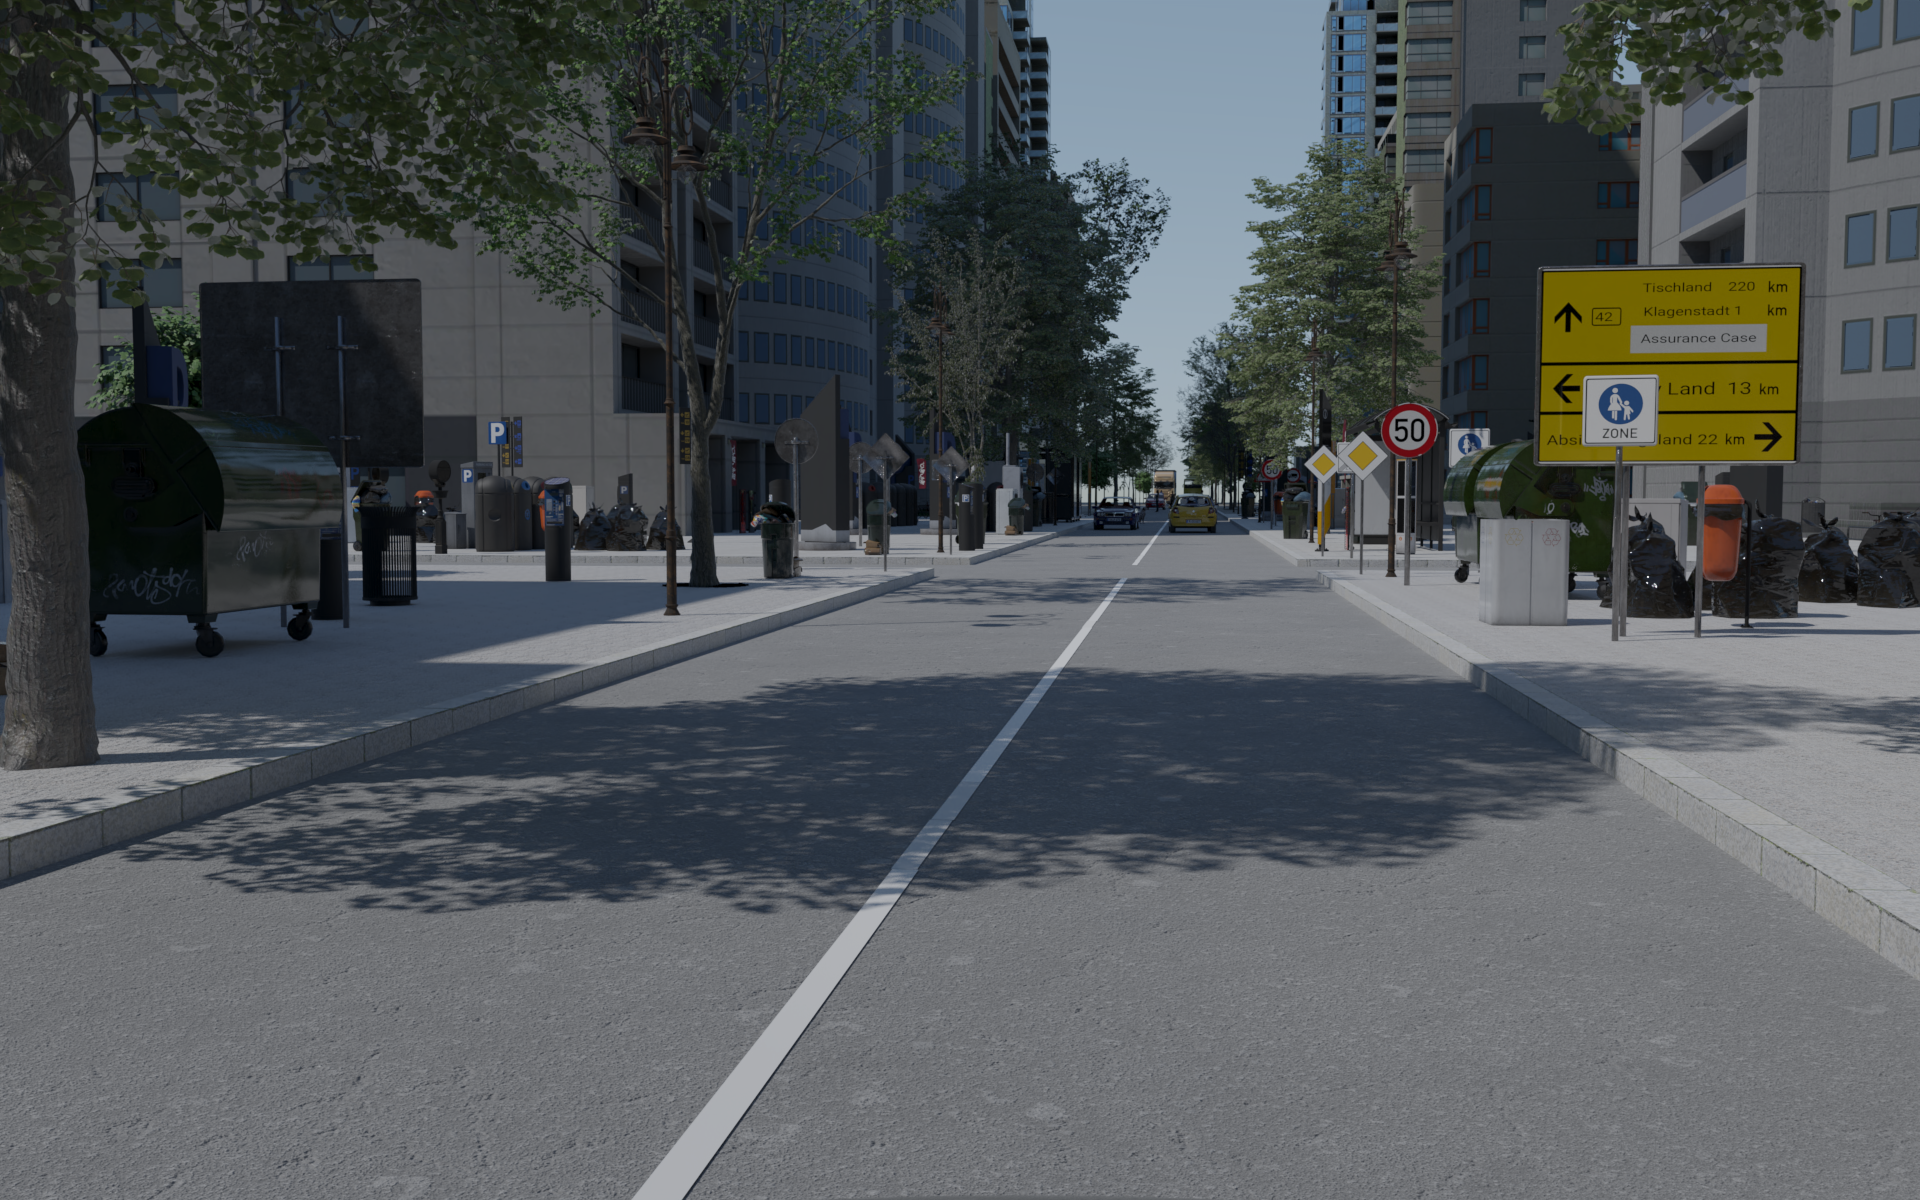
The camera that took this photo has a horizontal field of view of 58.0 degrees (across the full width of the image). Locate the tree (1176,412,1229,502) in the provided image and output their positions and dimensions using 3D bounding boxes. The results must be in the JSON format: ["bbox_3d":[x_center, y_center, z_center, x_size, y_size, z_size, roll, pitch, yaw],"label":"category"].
[{"bbox_3d":[36.728,-21.175,252.872,9.857,13.997,8.962,0,3,0],"label":"tree"}]

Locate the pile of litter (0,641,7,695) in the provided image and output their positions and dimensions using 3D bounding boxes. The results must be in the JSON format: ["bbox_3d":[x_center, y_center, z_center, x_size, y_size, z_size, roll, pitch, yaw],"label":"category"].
[{"bbox_3d":[-6.491,0.163,11.306,1.176,0.858,1.719,1,4,8],"label":"pile of litter"}]

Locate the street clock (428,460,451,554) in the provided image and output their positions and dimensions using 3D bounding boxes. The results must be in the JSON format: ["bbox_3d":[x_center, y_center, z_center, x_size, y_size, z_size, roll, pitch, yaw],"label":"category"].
[{"bbox_3d":[-11.101,-1.984,37.002,0.358,2.002,0.471,1,4,22],"label":"street clock"}]

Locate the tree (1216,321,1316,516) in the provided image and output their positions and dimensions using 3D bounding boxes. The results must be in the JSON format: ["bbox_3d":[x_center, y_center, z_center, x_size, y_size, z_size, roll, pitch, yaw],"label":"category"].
[{"bbox_3d":[16.869,-10.744,101.412,9.928,11.665,9.643,0,3,0],"label":"tree"}]

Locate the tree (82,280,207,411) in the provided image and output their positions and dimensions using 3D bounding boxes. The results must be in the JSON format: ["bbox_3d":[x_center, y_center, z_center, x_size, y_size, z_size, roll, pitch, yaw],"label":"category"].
[{"bbox_3d":[-11.670,-2.635,26.791,4.285,4.588,4.351,0,3,0],"label":"tree"}]

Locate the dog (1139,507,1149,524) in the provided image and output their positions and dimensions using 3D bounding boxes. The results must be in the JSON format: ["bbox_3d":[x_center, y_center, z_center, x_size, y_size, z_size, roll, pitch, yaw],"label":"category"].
[{"bbox_3d":[8.723,-4.107,83.994,0.513,0.831,0.800,-2,4,-24],"label":"dog"}]

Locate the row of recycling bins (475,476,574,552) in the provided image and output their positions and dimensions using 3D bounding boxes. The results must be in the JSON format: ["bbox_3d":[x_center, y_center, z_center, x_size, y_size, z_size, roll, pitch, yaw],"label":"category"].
[{"bbox_3d":[-10.038,-2.003,39.858,1.069,1.692,3.534,1,4,16],"label":"row of recycling bins"}]

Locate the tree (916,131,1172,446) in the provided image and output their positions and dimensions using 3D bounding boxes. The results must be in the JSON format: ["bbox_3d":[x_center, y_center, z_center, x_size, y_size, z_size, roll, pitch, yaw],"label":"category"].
[{"bbox_3d":[4.236,-14.424,91.727,12.611,20.169,13.585,0,3,0],"label":"tree"}]

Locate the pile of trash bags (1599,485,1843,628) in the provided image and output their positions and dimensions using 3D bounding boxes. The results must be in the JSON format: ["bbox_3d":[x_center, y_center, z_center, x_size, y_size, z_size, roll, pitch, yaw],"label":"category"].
[{"bbox_3d":[7.757,-0.506,18.026,1.912,1.369,3.447,1,4,17],"label":"pile of trash bags"}]

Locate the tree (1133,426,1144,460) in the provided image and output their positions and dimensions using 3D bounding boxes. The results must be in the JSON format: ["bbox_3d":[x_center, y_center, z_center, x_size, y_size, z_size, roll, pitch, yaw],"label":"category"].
[{"bbox_3d":[15.949,-13.175,165.779,4.360,8.622,3.978,0,3,0],"label":"tree"}]

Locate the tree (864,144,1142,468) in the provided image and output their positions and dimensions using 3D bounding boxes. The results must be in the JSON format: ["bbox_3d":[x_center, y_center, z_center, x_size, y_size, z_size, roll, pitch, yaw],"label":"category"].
[{"bbox_3d":[1.736,-9.551,62.814,9.857,13.997,8.962,0,3,0],"label":"tree"}]

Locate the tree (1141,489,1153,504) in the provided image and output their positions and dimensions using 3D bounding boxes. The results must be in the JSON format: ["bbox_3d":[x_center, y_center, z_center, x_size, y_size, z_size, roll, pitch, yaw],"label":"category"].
[{"bbox_3d":[25.548,-14.772,236.116,1.663,3.219,1.824,0,3,0],"label":"tree"}]

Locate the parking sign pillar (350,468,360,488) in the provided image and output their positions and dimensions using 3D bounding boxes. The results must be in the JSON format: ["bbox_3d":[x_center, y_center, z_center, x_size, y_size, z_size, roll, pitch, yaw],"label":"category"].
[{"bbox_3d":[-37.816,-7.186,105.970,1.447,3.967,1.447,-2,4,-33],"label":"parking sign pillar"}]

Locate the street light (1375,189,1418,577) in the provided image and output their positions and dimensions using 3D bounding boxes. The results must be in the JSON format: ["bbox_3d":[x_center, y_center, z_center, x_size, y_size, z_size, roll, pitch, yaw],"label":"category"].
[{"bbox_3d":[6.669,-3.292,26.612,0.468,5.910,1.993,0,4,7],"label":"street light"}]

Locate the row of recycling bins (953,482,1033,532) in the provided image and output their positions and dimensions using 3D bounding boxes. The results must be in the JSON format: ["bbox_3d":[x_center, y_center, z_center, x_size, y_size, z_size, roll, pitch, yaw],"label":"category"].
[{"bbox_3d":[0.868,-3.158,58.751,3.534,1.692,1.069,-2,4,-32],"label":"row of recycling bins"}]

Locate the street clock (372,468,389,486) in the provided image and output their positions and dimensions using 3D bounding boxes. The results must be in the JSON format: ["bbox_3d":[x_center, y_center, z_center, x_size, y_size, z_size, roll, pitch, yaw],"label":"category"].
[{"bbox_3d":[-13.964,-2.275,41.766,0.358,2.002,0.471,-3,5,-44],"label":"street clock"}]

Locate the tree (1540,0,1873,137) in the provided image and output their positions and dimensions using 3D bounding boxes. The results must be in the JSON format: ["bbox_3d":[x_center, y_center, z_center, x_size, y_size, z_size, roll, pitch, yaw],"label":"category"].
[{"bbox_3d":[5.267,-5.457,7.351,7.486,12.596,7.792,0,3,0],"label":"tree"}]

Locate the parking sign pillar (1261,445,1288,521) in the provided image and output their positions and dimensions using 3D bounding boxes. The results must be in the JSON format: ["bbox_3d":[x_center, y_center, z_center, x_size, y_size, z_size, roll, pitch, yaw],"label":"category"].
[{"bbox_3d":[14.972,-5.743,82.368,1.447,3.967,1.447,-2,4,-34],"label":"parking sign pillar"}]

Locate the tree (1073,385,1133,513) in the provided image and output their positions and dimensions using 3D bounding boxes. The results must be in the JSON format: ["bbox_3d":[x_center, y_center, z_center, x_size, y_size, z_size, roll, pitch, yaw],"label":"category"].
[{"bbox_3d":[8.614,-10.198,117.095,4.360,8.622,3.978,0,3,0],"label":"tree"}]

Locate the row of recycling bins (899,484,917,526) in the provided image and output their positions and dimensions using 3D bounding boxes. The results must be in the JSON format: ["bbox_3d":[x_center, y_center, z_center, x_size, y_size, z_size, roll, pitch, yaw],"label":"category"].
[{"bbox_3d":[-2.496,-3.816,69.507,1.069,1.692,3.534,1,4,16],"label":"row of recycling bins"}]

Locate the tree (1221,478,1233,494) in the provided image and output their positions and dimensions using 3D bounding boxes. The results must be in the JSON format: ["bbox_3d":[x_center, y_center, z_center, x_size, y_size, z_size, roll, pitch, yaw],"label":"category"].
[{"bbox_3d":[27.936,-11.351,180.192,1.663,3.219,1.824,0,3,0],"label":"tree"}]

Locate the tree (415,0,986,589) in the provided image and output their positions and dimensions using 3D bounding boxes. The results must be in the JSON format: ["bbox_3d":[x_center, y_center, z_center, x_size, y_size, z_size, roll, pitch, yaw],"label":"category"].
[{"bbox_3d":[-3.499,-5.995,23.766,9.928,11.665,9.643,0,3,0],"label":"tree"}]

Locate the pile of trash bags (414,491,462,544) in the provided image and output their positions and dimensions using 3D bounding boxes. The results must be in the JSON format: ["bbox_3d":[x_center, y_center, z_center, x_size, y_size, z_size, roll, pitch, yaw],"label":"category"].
[{"bbox_3d":[-13.677,-2.220,46.048,1.912,1.369,3.447,-3,5,-41],"label":"pile of trash bags"}]

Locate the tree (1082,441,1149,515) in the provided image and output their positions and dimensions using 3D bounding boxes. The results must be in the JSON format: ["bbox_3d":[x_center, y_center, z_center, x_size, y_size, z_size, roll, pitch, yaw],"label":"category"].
[{"bbox_3d":[8.433,-7.528,106.789,4.285,4.588,4.351,0,3,0],"label":"tree"}]

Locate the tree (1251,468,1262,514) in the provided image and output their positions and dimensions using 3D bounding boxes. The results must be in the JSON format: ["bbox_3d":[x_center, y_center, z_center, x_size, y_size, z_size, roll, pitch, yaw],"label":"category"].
[{"bbox_3d":[19.249,-7.222,112.689,1.663,3.219,1.824,0,3,0],"label":"tree"}]

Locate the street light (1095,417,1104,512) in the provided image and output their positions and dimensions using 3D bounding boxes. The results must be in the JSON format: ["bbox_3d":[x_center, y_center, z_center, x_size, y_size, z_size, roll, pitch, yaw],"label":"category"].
[{"bbox_3d":[8.075,-7.926,102.378,0.468,5.910,1.993,0,4,7],"label":"street light"}]

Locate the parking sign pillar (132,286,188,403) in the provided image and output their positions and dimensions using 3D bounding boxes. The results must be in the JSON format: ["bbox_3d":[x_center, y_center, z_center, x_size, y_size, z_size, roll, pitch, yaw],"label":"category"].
[{"bbox_3d":[-10.681,-2.124,23.204,1.447,3.967,1.447,-1,4,-14],"label":"parking sign pillar"}]

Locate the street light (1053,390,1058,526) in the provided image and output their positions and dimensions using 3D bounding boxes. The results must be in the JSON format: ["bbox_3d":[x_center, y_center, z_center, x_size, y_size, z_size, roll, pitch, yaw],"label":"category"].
[{"bbox_3d":[3.887,-5.974,70.455,0.468,5.910,1.993,0,4,7],"label":"street light"}]

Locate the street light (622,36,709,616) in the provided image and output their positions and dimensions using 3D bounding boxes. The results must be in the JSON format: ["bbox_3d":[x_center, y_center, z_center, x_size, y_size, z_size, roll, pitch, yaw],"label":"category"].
[{"bbox_3d":[-3.046,-2.774,18.139,0.468,5.910,1.993,0,4,7],"label":"street light"}]

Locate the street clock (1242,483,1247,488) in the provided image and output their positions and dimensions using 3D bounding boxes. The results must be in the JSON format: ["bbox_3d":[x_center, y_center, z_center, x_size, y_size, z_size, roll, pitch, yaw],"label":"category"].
[{"bbox_3d":[17.862,-6.331,108.081,0.471,2.002,0.358,0,4,-7],"label":"street clock"}]

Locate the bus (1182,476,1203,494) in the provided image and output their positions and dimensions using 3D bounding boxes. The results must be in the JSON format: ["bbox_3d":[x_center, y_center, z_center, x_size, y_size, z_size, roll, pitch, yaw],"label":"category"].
[{"bbox_3d":[32.104,-15.123,238.802,2.896,3.916,12.252,0,4,7],"label":"bus"}]

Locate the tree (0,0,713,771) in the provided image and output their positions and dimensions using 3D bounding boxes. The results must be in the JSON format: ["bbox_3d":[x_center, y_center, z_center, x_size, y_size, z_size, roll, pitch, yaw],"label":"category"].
[{"bbox_3d":[-4.349,-5.516,8.319,7.486,12.596,7.792,0,3,0],"label":"tree"}]

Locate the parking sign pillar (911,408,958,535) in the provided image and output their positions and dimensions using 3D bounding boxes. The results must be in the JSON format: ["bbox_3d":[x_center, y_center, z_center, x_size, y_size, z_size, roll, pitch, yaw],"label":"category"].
[{"bbox_3d":[-0.539,-4.051,54.708,1.447,3.967,1.447,1,4,20],"label":"parking sign pillar"}]

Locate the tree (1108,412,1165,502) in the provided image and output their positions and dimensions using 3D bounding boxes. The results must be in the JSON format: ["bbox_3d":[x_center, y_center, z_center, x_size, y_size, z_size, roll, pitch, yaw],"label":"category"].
[{"bbox_3d":[18.540,-15.495,187.758,7.601,10.594,8.767,-1,4,-10],"label":"tree"}]

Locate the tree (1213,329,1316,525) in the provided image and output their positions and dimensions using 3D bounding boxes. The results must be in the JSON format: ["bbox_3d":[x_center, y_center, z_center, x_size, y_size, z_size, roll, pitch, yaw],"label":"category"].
[{"bbox_3d":[13.014,-7.471,72.516,4.360,8.622,3.978,0,3,0],"label":"tree"}]

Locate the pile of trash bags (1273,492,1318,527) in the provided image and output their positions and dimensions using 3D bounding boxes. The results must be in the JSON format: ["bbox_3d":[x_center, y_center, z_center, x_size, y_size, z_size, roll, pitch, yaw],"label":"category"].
[{"bbox_3d":[13.732,-3.586,68.375,1.912,1.369,3.447,-3,5,-41],"label":"pile of trash bags"}]

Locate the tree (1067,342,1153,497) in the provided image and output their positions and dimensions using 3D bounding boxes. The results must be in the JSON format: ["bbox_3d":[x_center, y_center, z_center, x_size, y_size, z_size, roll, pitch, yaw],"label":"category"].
[{"bbox_3d":[11.524,-12.922,129.402,7.486,12.596,7.792,0,3,0],"label":"tree"}]

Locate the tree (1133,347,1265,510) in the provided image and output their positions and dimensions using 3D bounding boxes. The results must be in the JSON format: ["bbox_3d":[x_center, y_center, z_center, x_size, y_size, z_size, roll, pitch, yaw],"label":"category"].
[{"bbox_3d":[22.024,-14.105,140.985,12.009,13.543,11.850,0,3,0],"label":"tree"}]

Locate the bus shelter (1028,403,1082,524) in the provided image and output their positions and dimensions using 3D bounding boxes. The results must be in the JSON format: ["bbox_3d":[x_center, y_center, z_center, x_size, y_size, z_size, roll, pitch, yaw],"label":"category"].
[{"bbox_3d":[4.396,-6.171,78.536,2.179,5.291,8.768,0,4,7],"label":"bus shelter"}]

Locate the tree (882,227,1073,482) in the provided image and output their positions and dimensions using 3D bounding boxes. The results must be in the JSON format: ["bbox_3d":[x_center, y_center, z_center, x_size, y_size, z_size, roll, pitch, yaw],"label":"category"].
[{"bbox_3d":[0.157,-5.912,47.030,4.360,8.622,3.978,0,3,0],"label":"tree"}]

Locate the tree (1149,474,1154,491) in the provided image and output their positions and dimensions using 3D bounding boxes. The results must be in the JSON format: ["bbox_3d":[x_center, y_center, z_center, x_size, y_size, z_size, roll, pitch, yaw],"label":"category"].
[{"bbox_3d":[22.848,-14.233,216.425,4.285,4.588,4.351,0,3,0],"label":"tree"}]

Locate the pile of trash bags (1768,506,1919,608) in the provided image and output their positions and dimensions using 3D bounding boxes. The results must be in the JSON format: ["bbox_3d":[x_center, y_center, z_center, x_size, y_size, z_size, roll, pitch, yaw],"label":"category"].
[{"bbox_3d":[11.743,-0.651,20.395,3.447,1.369,1.912,0,4,-5],"label":"pile of trash bags"}]

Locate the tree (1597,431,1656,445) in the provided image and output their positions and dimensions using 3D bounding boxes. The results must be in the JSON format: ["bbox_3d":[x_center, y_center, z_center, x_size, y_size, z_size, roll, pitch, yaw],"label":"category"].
[{"bbox_3d":[24.370,-5.183,68.456,4.285,4.588,4.351,0,3,0],"label":"tree"}]

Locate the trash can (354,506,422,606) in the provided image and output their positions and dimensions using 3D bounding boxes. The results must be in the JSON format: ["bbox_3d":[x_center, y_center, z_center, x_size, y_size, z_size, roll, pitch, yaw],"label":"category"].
[{"bbox_3d":[-6.596,-0.512,20.018,0.748,1.137,0.748,0,3,0],"label":"trash can"}]

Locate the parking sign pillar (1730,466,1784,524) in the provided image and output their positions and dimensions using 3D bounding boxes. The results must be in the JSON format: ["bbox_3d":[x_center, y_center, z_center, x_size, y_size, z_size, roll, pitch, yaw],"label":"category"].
[{"bbox_3d":[17.688,-3.057,38.461,1.447,3.967,1.447,-1,4,-11],"label":"parking sign pillar"}]

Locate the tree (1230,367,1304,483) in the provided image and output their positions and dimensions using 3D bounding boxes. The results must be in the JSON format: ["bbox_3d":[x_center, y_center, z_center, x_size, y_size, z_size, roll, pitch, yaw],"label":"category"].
[{"bbox_3d":[16.293,-8.669,92.101,4.737,8.622,4.395,0,3,0],"label":"tree"}]

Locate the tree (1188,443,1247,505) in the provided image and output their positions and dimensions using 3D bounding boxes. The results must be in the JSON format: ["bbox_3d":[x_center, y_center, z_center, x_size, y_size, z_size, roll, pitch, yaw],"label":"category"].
[{"bbox_3d":[29.885,-15.943,195.079,8.767,10.594,7.601,-1,4,-12],"label":"tree"}]

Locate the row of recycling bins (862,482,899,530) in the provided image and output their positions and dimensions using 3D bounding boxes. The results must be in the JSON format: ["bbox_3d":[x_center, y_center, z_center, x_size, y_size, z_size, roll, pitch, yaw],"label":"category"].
[{"bbox_3d":[-3.462,-3.122,58.164,1.069,1.692,3.534,2,4,27],"label":"row of recycling bins"}]

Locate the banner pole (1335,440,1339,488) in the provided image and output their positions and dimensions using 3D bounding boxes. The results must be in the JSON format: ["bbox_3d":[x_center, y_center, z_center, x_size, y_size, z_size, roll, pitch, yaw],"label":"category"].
[{"bbox_3d":[17.129,-5.470,79.455,0.863,3.779,0.401,-2,4,-35],"label":"banner pole"}]

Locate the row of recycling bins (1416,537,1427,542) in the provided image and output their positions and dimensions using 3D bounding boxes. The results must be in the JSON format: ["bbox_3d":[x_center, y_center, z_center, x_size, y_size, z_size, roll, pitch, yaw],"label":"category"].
[{"bbox_3d":[12.501,-2.518,48.279,1.069,1.692,3.534,1,4,19],"label":"row of recycling bins"}]

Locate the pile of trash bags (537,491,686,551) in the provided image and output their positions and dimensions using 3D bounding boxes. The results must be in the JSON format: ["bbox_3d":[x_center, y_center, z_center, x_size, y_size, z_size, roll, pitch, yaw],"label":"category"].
[{"bbox_3d":[-8.013,-1.799,39.159,1.912,1.369,3.447,3,5,42],"label":"pile of trash bags"}]

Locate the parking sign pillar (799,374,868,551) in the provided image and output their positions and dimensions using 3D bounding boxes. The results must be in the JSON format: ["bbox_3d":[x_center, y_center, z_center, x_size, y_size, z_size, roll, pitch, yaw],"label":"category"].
[{"bbox_3d":[-3.098,-3.132,39.685,1.447,3.967,1.447,-3,5,-43],"label":"parking sign pillar"}]

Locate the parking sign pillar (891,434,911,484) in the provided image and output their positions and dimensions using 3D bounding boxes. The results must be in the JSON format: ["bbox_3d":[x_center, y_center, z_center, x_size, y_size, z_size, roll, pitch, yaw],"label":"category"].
[{"bbox_3d":[-2.575,-5.459,77.719,1.447,3.967,1.447,-3,4,-38],"label":"parking sign pillar"}]

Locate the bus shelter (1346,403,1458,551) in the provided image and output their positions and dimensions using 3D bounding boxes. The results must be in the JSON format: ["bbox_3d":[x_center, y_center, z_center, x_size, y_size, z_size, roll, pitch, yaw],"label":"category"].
[{"bbox_3d":[10.402,-2.900,41.340,2.014,3.302,5.546,0,4,7],"label":"bus shelter"}]

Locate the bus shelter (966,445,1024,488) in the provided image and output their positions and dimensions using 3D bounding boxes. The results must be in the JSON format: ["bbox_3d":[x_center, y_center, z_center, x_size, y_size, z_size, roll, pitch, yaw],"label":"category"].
[{"bbox_3d":[1.415,-4.799,72.385,2.014,3.302,5.546,0,4,7],"label":"bus shelter"}]
